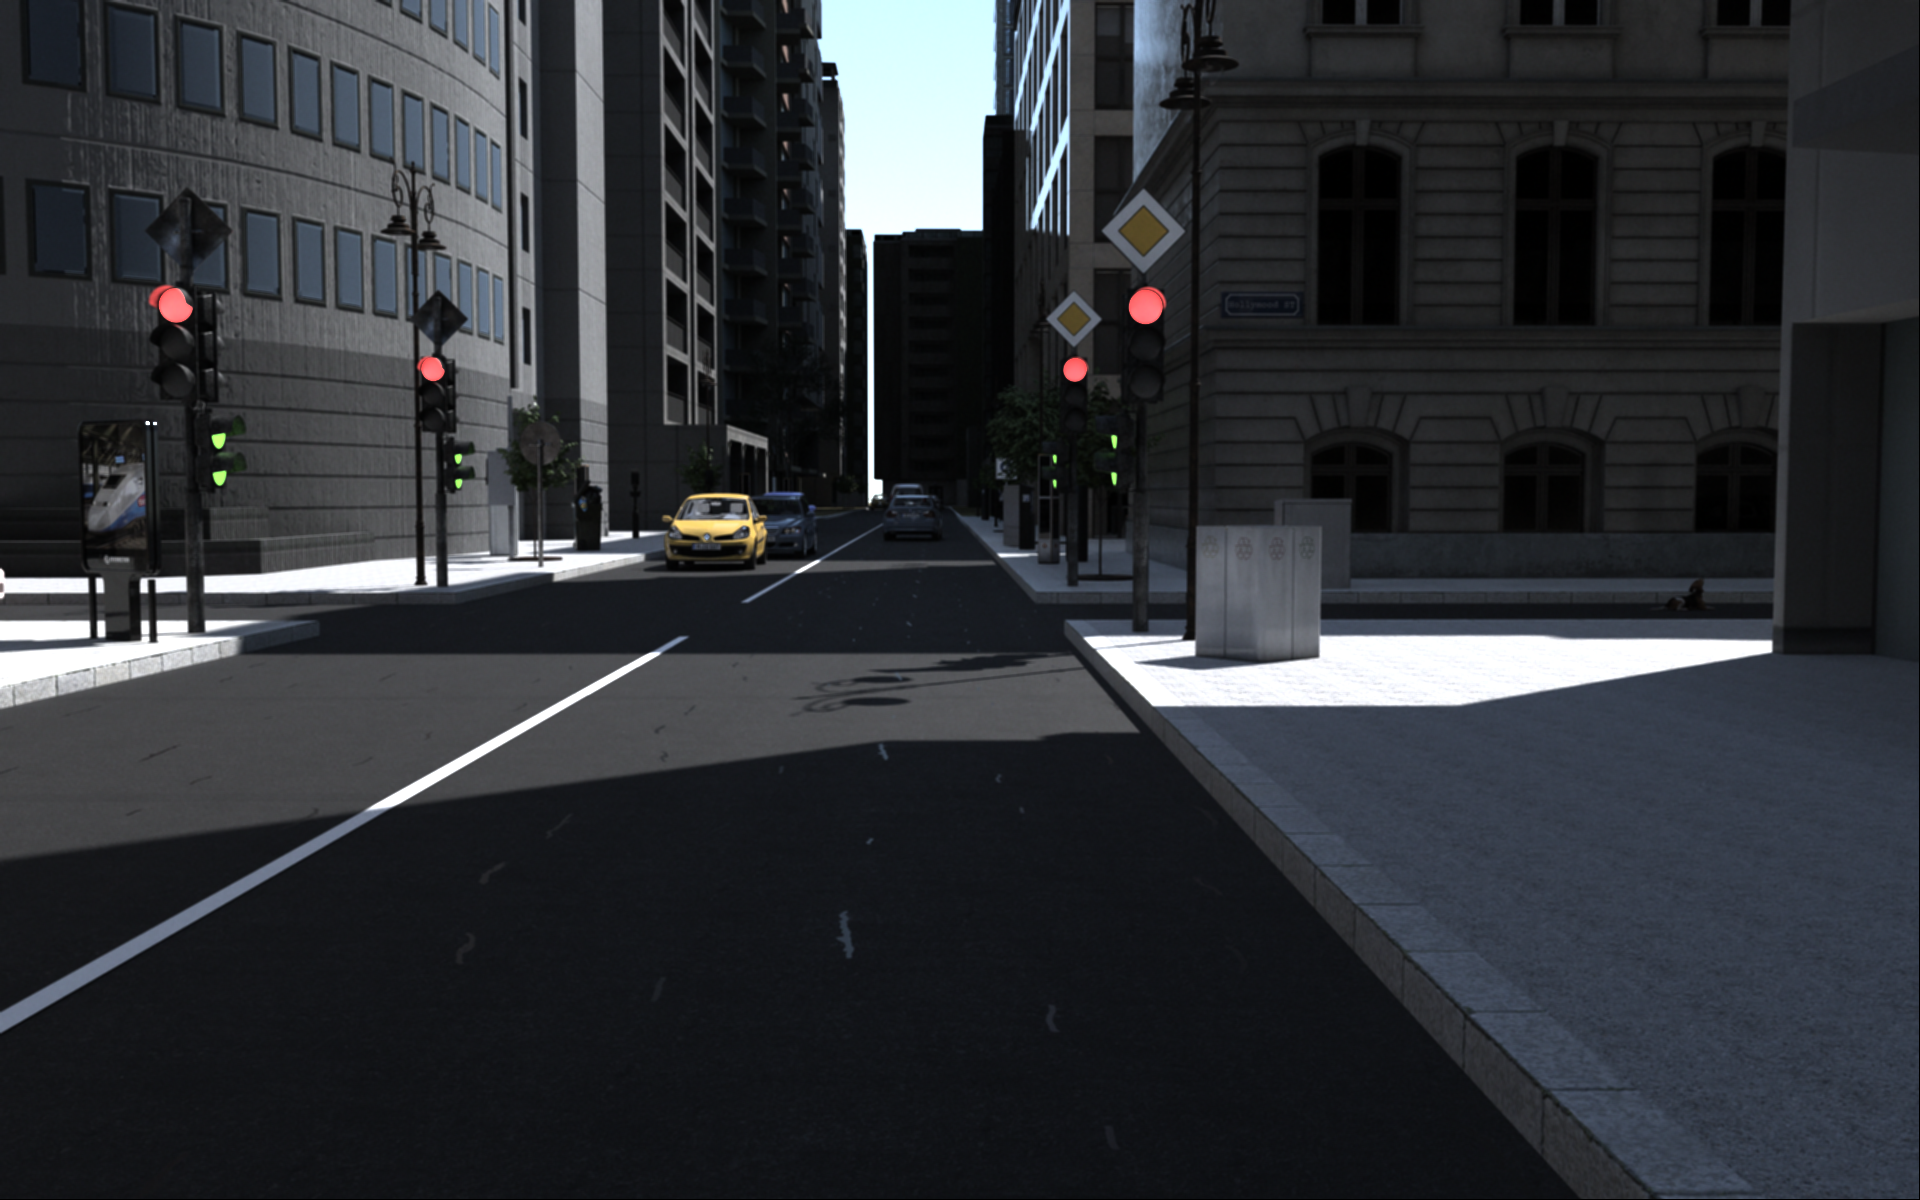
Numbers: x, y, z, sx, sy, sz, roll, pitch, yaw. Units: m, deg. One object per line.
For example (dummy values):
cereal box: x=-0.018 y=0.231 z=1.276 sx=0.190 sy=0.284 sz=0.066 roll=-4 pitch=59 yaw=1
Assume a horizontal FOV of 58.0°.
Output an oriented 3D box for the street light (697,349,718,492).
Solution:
street light: x=-8.051 y=-5.049 z=55.337 sx=0.468 sy=5.910 sz=1.993 roll=0 pitch=4 yaw=-1

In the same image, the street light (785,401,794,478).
street light: x=-8.426 y=-6.914 z=85.829 sx=0.468 sy=5.910 sz=1.993 roll=0 pitch=4 yaw=-1

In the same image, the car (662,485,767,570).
car: x=-4.757 y=-1.455 z=34.006 sx=2.015 sy=1.641 sz=3.980 roll=0 pitch=4 yaw=-2

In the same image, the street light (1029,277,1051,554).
street light: x=1.743 y=-3.934 z=37.103 sx=0.468 sy=5.910 sz=1.993 roll=0 pitch=4 yaw=-1

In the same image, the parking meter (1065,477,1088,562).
parking meter: x=2.213 y=-1.663 z=32.907 sx=0.399 sy=1.863 sz=0.255 roll=3 pitch=4 yaw=38

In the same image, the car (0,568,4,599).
car: x=-13.812 y=-0.484 z=20.278 sx=4.827 sy=1.381 sz=2.083 roll=0 pitch=4 yaw=0

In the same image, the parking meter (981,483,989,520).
parking meter: x=1.241 y=-4.861 z=85.182 sx=0.255 sy=1.863 sz=0.399 roll=-2 pitch=4 yaw=-31

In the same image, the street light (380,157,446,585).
street light: x=-7.593 y=-3.146 z=24.221 sx=0.468 sy=5.910 sz=1.993 roll=0 pitch=4 yaw=-1

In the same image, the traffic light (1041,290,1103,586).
traffic light: x=1.552 y=-2.147 z=24.027 sx=0.839 sy=4.253 sz=0.868 roll=0 pitch=4 yaw=-1

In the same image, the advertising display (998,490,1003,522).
advertising display: x=2.112 y=-4.501 z=78.802 sx=0.123 sy=1.923 sz=0.974 roll=-3 pitch=5 yaw=-44

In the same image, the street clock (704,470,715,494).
street clock: x=-7.573 y=-2.921 z=52.329 sx=0.358 sy=2.002 sz=0.471 roll=-1 pitch=4 yaw=-15

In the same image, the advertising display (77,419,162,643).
advertising display: x=-7.328 y=-0.605 z=15.113 sx=0.974 sy=1.923 sz=0.123 roll=2 pitch=4 yaw=31

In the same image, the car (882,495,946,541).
car: x=-1.471 y=-2.607 z=54.633 sx=2.014 sy=1.417 sz=4.499 roll=0 pitch=4 yaw=1

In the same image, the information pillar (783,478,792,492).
information pillar: x=-8.022 y=-4.666 z=80.785 sx=0.304 sy=2.012 sz=0.304 roll=2 pitch=4 yaw=25

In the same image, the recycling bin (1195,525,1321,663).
recycling bin: x=2.343 y=-0.066 z=13.628 sx=0.722 sy=1.027 sz=0.722 roll=-3 pitch=4 yaw=-38

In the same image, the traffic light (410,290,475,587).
traffic light: x=-7.158 y=-2.139 z=23.889 sx=0.839 sy=4.253 sz=0.868 roll=0 pitch=4 yaw=-1

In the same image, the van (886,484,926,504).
van: x=-2.155 y=-4.061 z=73.410 sx=2.013 sy=2.044 sz=4.112 roll=0 pitch=3 yaw=0

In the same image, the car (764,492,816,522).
car: x=-5.076 y=-2.458 z=49.788 sx=1.945 sy=1.707 sz=3.694 roll=0 pitch=4 yaw=-1

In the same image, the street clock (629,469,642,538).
street clock: x=-9.429 y=-2.798 z=50.317 sx=0.358 sy=2.002 sz=0.471 roll=-1 pitch=4 yaw=-10

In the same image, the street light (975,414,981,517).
street light: x=1.023 y=-7.679 z=98.337 sx=0.468 sy=5.910 sz=1.993 roll=0 pitch=4 yaw=-1

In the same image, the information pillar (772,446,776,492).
information pillar: x=-9.075 y=-5.706 z=84.643 sx=0.183 sy=3.616 sz=0.504 roll=-1 pitch=4 yaw=-18

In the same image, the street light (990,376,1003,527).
street light: x=1.415 y=-5.814 z=67.845 sx=0.468 sy=5.910 sz=1.993 roll=0 pitch=4 yaw=-1

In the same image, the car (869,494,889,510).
car: x=-7.151 y=-8.913 z=155.949 sx=2.015 sy=1.641 sz=3.980 roll=0 pitch=4 yaw=-1

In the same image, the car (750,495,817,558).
car: x=-4.306 y=-1.719 z=40.115 sx=2.014 sy=1.417 sz=4.499 roll=0 pitch=3 yaw=0

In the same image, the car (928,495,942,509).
car: x=-2.470 y=-7.607 z=136.743 sx=2.083 sy=1.381 sz=4.827 roll=0 pitch=4 yaw=0

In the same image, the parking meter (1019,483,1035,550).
parking meter: x=1.556 y=-1.937 z=40.073 sx=0.372 sy=1.533 sz=0.369 roll=0 pitch=3 yaw=0

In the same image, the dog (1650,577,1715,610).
dog: x=8.942 y=-0.076 z=21.440 sx=0.748 sy=0.427 sz=0.550 roll=2 pitch=4 yaw=25

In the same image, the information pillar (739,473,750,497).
information pillar: x=-7.686 y=-3.501 z=61.741 sx=0.304 sy=2.012 sz=0.304 roll=-2 pitch=4 yaw=-32

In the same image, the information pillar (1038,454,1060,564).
information pillar: x=1.634 y=-1.670 z=31.789 sx=0.304 sy=2.012 sz=0.304 roll=2 pitch=4 yaw=35

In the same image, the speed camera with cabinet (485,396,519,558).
speed camera with cabinet: x=-9.414 y=-2.526 z=35.634 sx=0.660 sy=3.252 sz=2.038 roll=-1 pitch=4 yaw=-13

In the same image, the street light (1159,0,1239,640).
street light: x=2.050 y=-2.587 z=15.086 sx=0.468 sy=5.910 sz=1.993 roll=0 pitch=4 yaw=-1

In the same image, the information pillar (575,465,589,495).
information pillar: x=-9.651 y=-2.431 z=44.247 sx=0.304 sy=2.012 sz=0.304 roll=0 pitch=4 yaw=1
